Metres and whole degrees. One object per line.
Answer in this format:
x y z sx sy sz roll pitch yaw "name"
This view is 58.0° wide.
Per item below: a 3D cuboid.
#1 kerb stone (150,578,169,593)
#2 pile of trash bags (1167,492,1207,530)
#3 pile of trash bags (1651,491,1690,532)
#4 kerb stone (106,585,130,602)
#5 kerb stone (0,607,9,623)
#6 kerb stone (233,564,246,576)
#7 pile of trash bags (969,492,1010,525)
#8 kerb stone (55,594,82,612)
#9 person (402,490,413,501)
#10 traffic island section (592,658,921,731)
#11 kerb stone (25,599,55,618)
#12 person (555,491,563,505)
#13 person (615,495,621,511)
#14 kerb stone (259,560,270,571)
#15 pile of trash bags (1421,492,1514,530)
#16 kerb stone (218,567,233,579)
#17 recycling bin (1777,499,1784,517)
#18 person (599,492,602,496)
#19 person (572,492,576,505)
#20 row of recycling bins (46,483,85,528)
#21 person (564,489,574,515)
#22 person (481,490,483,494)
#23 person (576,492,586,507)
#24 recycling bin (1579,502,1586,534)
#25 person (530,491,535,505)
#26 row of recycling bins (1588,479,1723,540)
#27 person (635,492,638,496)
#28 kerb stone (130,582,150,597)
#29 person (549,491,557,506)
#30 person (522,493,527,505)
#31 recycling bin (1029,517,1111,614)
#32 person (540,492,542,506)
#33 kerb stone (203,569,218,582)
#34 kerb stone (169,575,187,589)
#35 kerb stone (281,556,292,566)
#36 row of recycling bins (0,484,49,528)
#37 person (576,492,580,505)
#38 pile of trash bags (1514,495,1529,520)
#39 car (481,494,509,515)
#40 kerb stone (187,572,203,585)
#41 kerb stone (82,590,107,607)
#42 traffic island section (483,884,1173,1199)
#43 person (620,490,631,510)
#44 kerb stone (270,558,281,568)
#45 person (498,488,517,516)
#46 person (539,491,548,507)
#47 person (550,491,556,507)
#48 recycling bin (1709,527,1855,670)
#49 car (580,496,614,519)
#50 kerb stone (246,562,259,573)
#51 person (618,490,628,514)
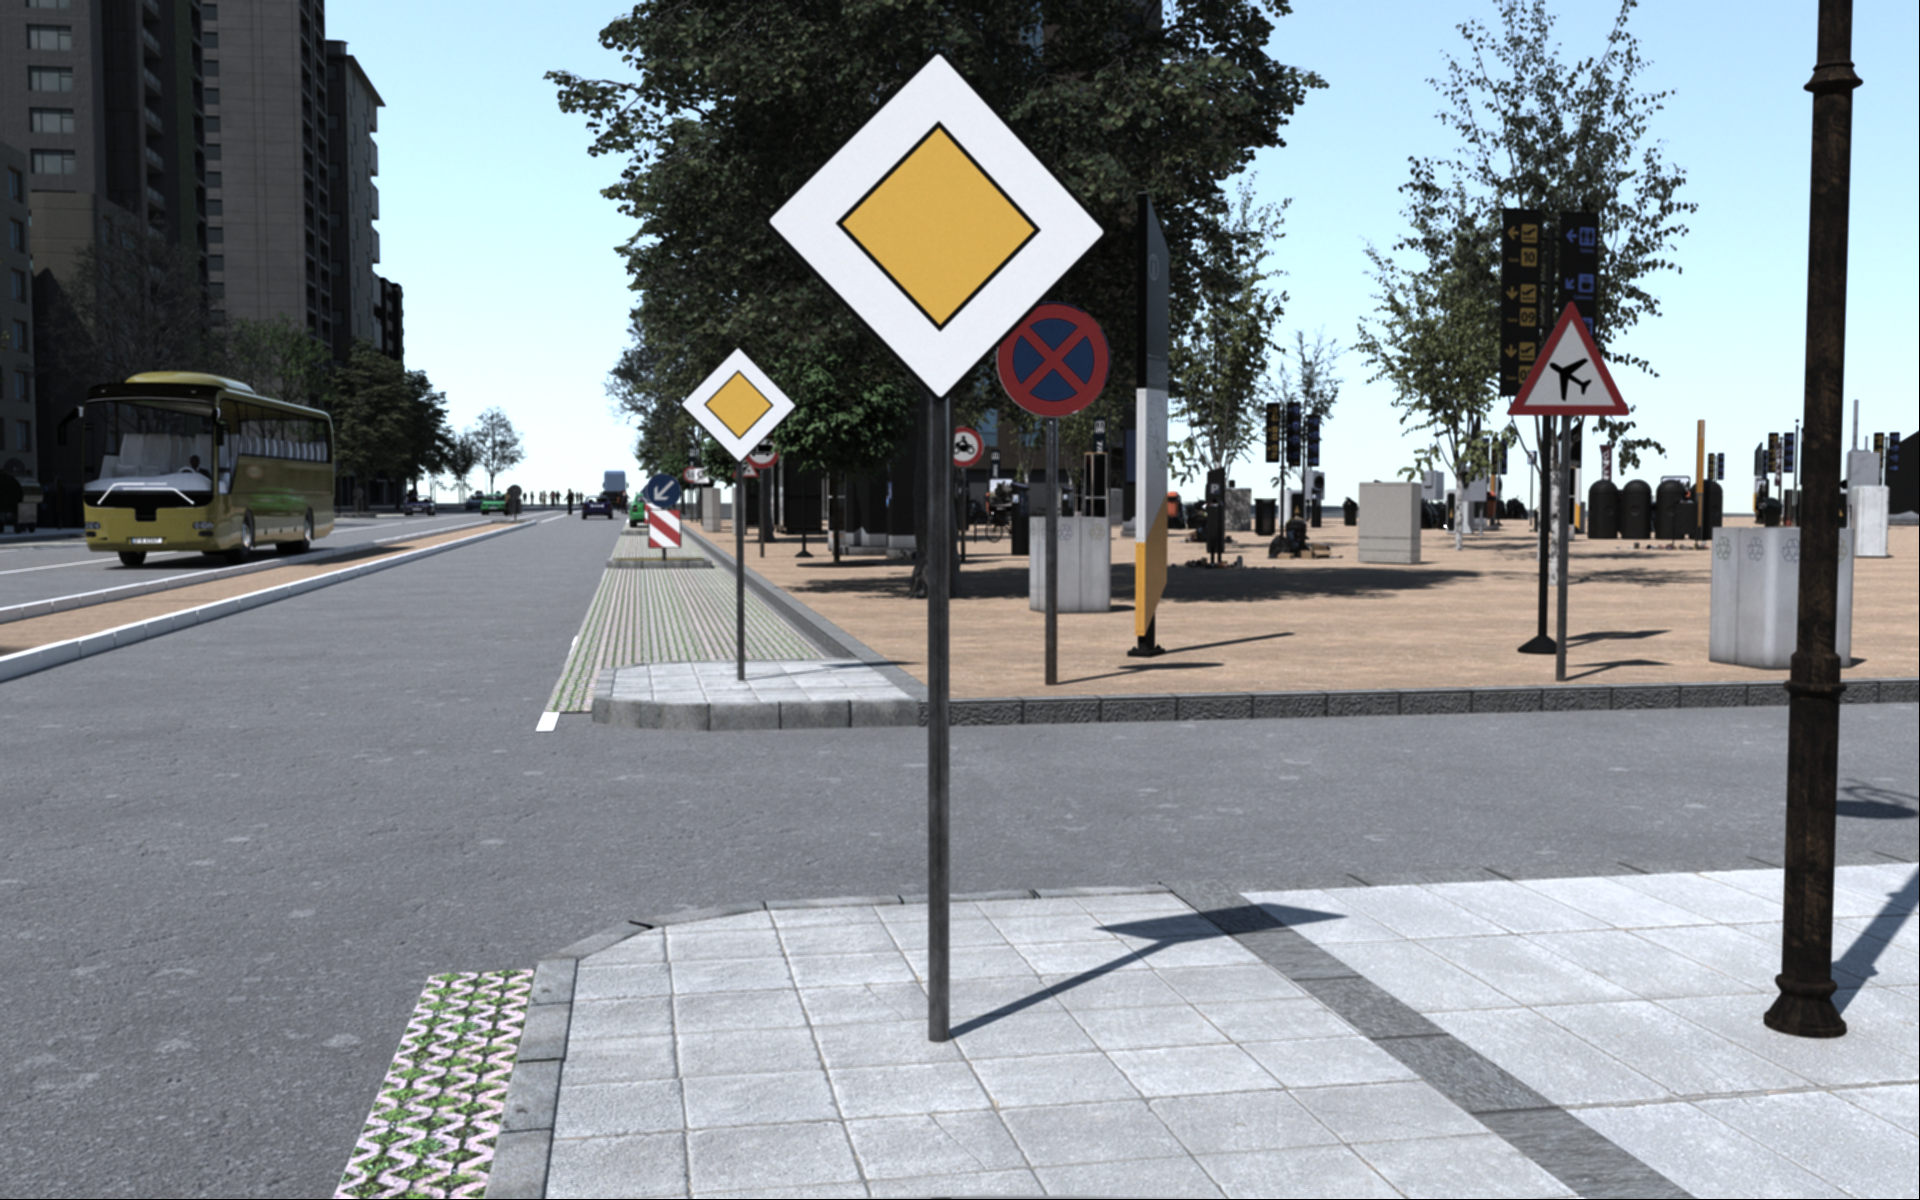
-11.800 -0.185 25.315 0.120 0.150 1.000 -1 4 -10 "kerb stone"
8.208 -3.289 63.522 1.912 1.369 3.447 1 4 22 "pile of trash bags"
23.501 -3.004 58.863 1.912 1.369 3.447 -2 4 -31 "pile of trash bags"
-11.418 -0.068 23.304 0.120 0.150 1.000 -1 4 -10 "kerb stone"
-10.680 0.178 19.278 0.120 0.150 1.000 -1 4 -10 "kerb stone"
-12.735 -0.499 30.354 0.120 0.150 1.000 -1 4 -10 "kerb stone"
1.222 -3.907 73.638 1.912 1.369 3.447 0 4 3 "pile of trash bags"
-11.048 0.056 21.294 0.120 0.150 1.000 -1 4 -10 "kerb stone"
-40.907 -7.327 128.811 1.217 1.766 0.721 -3 5 -42 "person"
-1.488 0.632 11.942 2.009 0.180 2.903 -1 4 -10 "traffic island section"
-10.867 0.119 20.284 0.120 0.150 1.000 -1 4 -10 "kerb stone"
-50.973 -12.929 219.514 1.348 1.869 0.705 0 4 -4 "person"
-28.599 -8.162 145.210 1.065 1.426 0.557 3 5 40 "person"
-13.105 -0.621 32.370 0.120 0.150 1.000 -1 4 -10 "kerb stone"
18.012 -3.264 63.125 1.912 1.369 3.447 -3 5 -43 "pile of trash bags"
-12.546 -0.437 29.343 0.120 0.150 1.000 -1 4 -10 "kerb stone"
40.313 -4.447 85.267 0.722 1.027 0.722 3 4 37 "recycling bin"
-45.746 -12.914 220.566 0.530 1.710 0.541 0 4 -8 "person"
-49.221 -12.892 220.001 1.217 1.736 0.721 0 4 5 "person"
-34.302 -3.783 68.967 1.069 1.692 3.534 2 4 25 "row of recycling bins"
-27.371 -6.902 121.365 0.705 1.821 1.348 -3 5 -40 "person"
-53.231 -11.288 192.924 0.709 1.838 0.599 1 4 15 "person"
-42.932 -11.438 196.338 1.217 1.723 0.721 -1 4 -23 "person"
19.860 -2.668 56.169 0.722 1.027 0.722 1 4 13 "recycling bin"
-55.917 -13.335 226.470 0.705 1.831 1.348 0 4 6 "person"
19.645 -2.561 48.986 3.534 1.692 1.069 1 4 18 "row of recycling bins"
-44.202 -13.952 237.328 0.721 1.736 1.217 1 4 15 "person"
-11.613 -0.129 24.309 0.120 0.150 1.000 -1 4 -10 "kerb stone"
-49.413 -12.330 210.038 0.705 1.831 1.348 2 4 34 "person"
-54.993 -12.761 218.617 0.593 1.643 0.415 -3 4 -39 "person"
1.199 -0.390 18.923 0.722 1.027 0.722 -1 4 -16 "recycling bin"
-51.367 -12.392 211.904 0.721 1.735 1.217 -1 4 -18 "person"
-12.368 -0.376 28.337 0.120 0.150 1.000 -1 4 -10 "kerb stone"
-11.982 -0.252 26.322 0.120 0.150 1.000 -1 4 -10 "kerb stone"
-13.487 -0.744 34.398 0.120 0.150 1.000 -1 4 -10 "kerb stone"
-39.101 -3.923 71.254 3.534 1.692 1.069 2 4 33 "row of recycling bins"
-52.503 -13.992 238.048 0.721 1.735 1.217 1 4 10 "person"
28.351 -4.769 87.719 3.447 1.369 1.912 1 4 13 "pile of trash bags"
-32.324 -6.844 120.699 1.959 1.807 4.718 -1 4 -10 "car"
-12.170 -0.314 27.326 0.120 0.150 1.000 -1 4 -10 "kerb stone"
-11.234 -0.004 22.299 0.120 0.150 1.000 -1 4 -10 "kerb stone"
-0.031 1.113 4.091 2.009 0.180 2.903 -1 4 -10 "traffic island section"
-30.244 -8.997 155.623 1.348 1.821 0.705 -2 4 -25 "person"
-13.302 -0.684 33.387 0.120 0.150 1.000 -1 4 -10 "kerb stone"
-29.537 -6.401 113.250 1.348 1.812 0.705 0 4 5 "person"
-45.370 -11.034 188.903 1.348 1.824 0.705 2 4 28 "person"
-46.033 -11.418 195.898 0.721 1.743 1.217 1 4 19 "person"
6.156 -0.027 12.997 0.722 1.027 0.722 -1 4 -12 "recycling bin"
-20.800 -5.305 99.312 1.945 1.354 3.894 -1 4 -12 "car"
-12.920 -0.560 31.359 0.120 0.150 1.000 -1 4 -10 "kerb stone"
-24.115 -7.014 123.976 0.445 1.727 0.742 3 4 38 "person"
